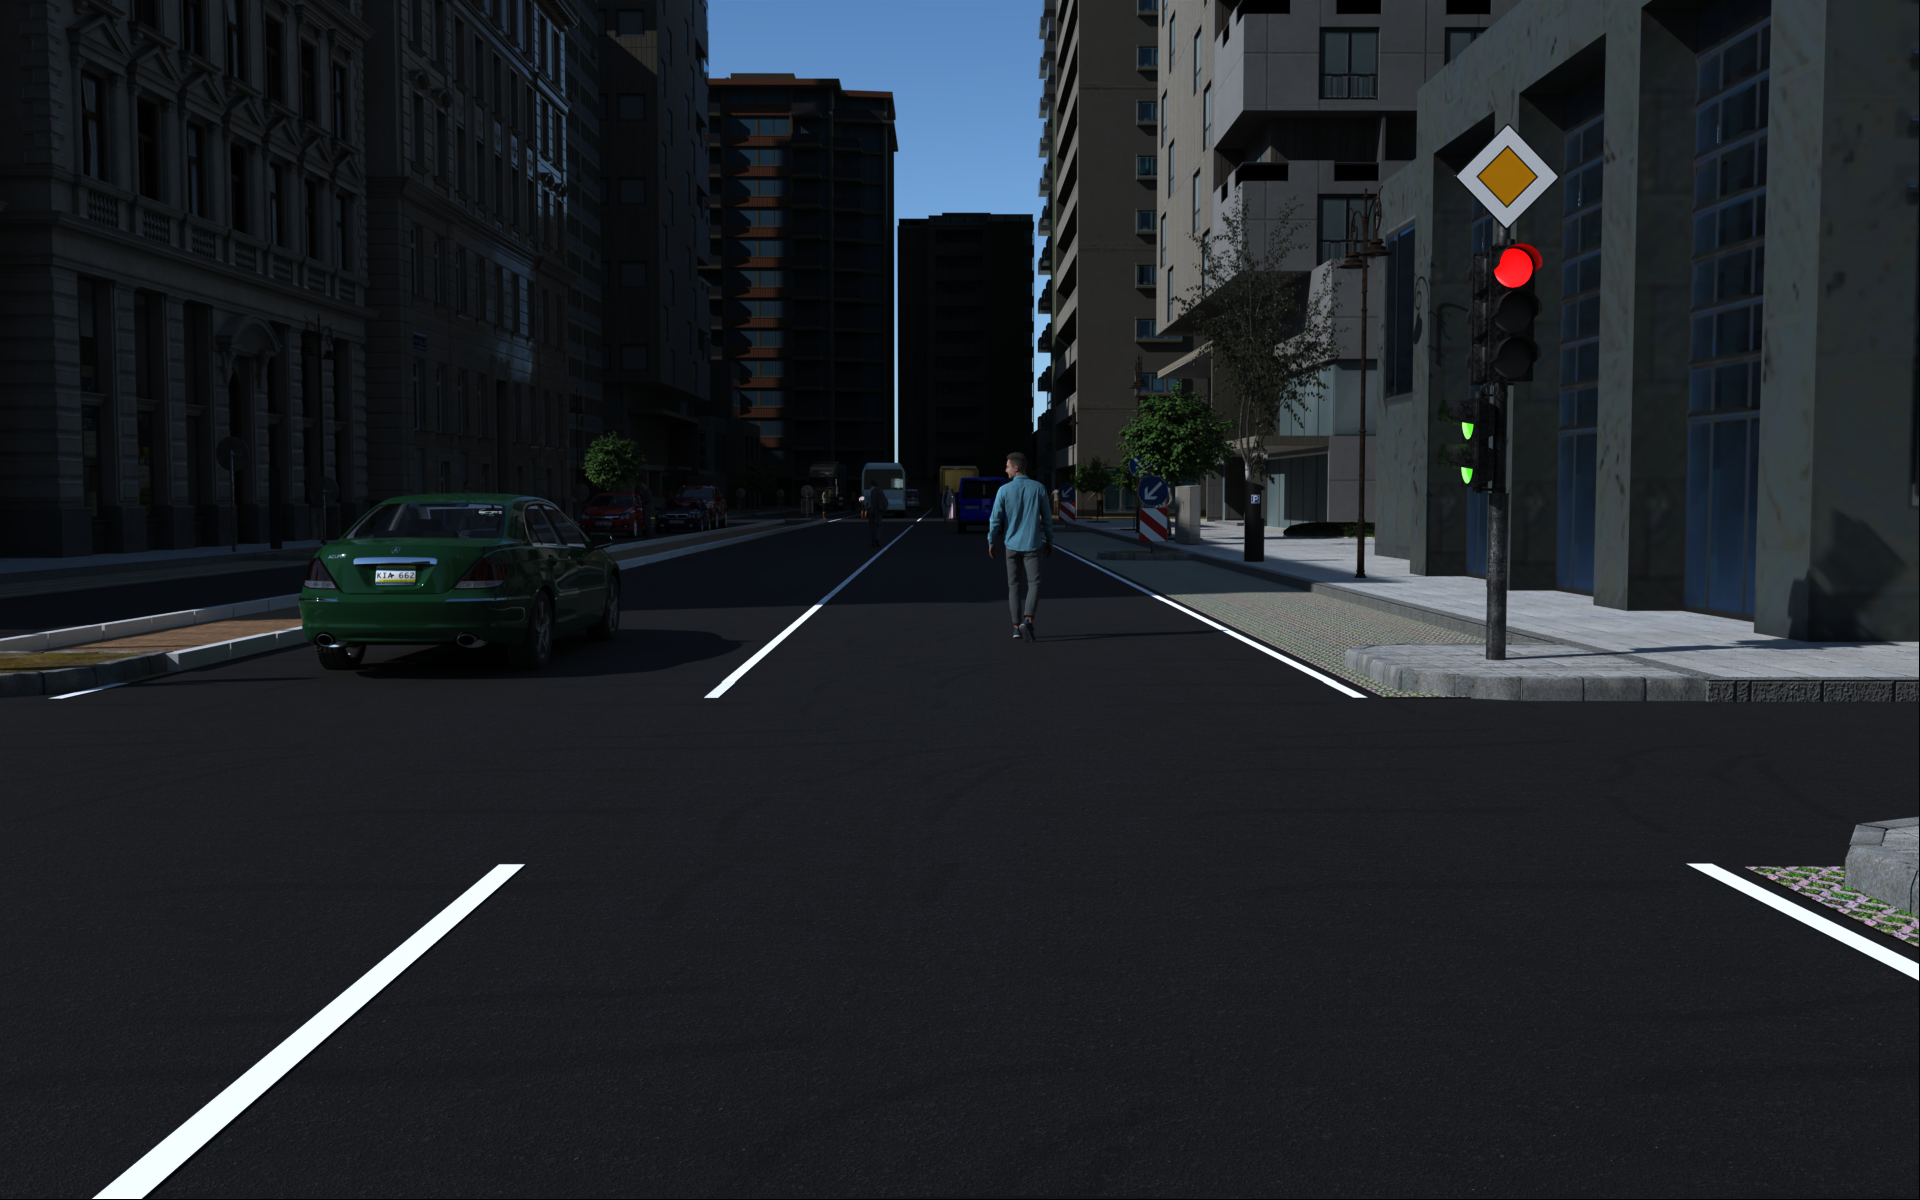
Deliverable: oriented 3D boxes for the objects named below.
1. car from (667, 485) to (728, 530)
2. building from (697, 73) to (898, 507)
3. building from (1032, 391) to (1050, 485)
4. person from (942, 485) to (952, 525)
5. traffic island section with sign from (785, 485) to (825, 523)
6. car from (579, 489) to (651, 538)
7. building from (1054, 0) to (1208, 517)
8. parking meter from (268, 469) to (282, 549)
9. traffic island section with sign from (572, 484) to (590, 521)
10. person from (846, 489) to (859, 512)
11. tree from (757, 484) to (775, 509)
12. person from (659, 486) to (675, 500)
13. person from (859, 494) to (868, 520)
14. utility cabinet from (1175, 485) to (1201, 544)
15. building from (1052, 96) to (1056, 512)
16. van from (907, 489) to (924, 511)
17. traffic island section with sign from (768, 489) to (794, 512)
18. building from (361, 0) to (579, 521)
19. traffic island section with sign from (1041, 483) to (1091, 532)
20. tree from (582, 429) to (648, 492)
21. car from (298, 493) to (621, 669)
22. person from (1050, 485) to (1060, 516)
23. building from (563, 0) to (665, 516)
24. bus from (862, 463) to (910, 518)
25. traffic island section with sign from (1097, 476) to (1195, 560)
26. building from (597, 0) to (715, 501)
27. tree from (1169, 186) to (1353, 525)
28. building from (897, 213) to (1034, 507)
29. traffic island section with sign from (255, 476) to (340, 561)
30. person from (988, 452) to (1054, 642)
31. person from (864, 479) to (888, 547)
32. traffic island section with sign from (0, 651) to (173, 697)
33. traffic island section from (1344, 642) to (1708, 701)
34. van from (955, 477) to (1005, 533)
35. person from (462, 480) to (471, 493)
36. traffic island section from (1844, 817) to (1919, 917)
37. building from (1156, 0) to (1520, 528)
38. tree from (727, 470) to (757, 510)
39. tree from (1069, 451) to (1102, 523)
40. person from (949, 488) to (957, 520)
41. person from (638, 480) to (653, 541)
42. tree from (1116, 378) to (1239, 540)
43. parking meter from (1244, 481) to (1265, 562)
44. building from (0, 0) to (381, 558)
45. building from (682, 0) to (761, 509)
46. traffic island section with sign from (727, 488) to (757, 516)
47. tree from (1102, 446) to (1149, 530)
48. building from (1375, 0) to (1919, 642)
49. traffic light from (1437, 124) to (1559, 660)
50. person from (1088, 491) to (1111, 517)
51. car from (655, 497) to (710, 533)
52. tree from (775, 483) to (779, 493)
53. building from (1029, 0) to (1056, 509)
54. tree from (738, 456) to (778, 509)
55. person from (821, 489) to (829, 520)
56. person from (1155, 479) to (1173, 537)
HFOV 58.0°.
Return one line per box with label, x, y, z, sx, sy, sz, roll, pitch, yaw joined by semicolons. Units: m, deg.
car;-10.826;-3.842;71.492;2.281;1.827;5.304;0;4;-1
building;-21.154;-32.336;183.319;28.867;44.769;22.147;0;4;0
building;23.165;-53.155;181.748;31.000;86.520;22.319;0;4;0
person;-0.621;-4.476;81.558;0.514;1.842;0.818;0;4;3
traffic island section with sign;-7.835;-4.895;88.167;2.006;1.907;1.989;0;4;0
car;-11.501;-2.986;57.868;2.155;1.783;4.494;0;4;-1
building;17.195;-29.564;107.065;21.300;48.544;21.600;0;4;0
parking meter;-15.981;-2.123;40.424;0.255;1.863;0.399;-1;4;-23
traffic island section with sign;-14.256;-3.441;64.892;1.989;1.847;2.006;0;4;0
person;-8.703;-8.100;141.035;1.348;1.812;0.705;-3;4;-38
tree;-17.618;-9.587;151.346;1.663;3.219;1.824;0;3;0
person;-17.329;-5.894;103.093;1.217;1.739;0.721;-1;4;-19
person;-5.353;-5.171;96.231;0.799;1.438;0.628;3;5;40
utility cabinet;5.802;-2.175;44.234;0.318;1.500;1.173;-1;4;-11
building;13.613;-21.679;126.145;14.160;30.474;14.107;0;4;0
van;-4.192;-8.759;150.223;2.013;2.044;4.112;0;4;1
traffic island section with sign;-14.726;-8.185;142.449;1.989;1.847;2.006;0;4;0
building;-23.198;-16.428;65.867;12.463;27.353;25.104;0;4;0
traffic island section with sign;3.871;-3.465;65.288;1.989;1.847;2.006;0;4;0
tree;-17.380;-6.332;87.249;4.285;4.588;4.351;0;3;0
car;-4.310;-0.232;15.592;2.131;1.459;4.920;0;4;0
person;5.759;-5.903;102.561;0.705;1.824;1.348;-3;5;-39
building;-34.320;-24.981;100.324;32.217;40.220;23.993;0;4;0
bus;-4.640;-6.951;108.509;2.948;3.499;13.247;0;4;-1
traffic island section with sign;4.043;-1.799;38.037;1.989;1.847;2.006;0;4;0
building;-33.165;-32.808;125.644;28.713;52.752;27.495;0;4;0
tree;7.309;-5.627;42.370;4.360;8.622;3.978;0;3;0
building;0.500;-25.015;180.688;14.107;30.474;14.160;0;4;0
traffic island section with sign;-14.081;-1.793;37.937;1.989;1.847;2.006;0;4;0
person;0.578;-0.530;17.023;0.638;1.841;0.748;1;4;14
person;-2.295;-2.372;47.380;0.679;1.850;0.850;0;4;-2
traffic island section with sign;-7.369;-0.299;13.030;2.006;1.907;1.989;0;4;0
traffic island section;4.178;0.541;13.439;2.009;0.180;2.903;0;4;0
van;0.885;-3.726;65.307;2.240;2.365;5.245;0;4;1
person;-16.301;-3.086;57.253;0.466;1.731;0.760;1;4;15
traffic island section;4.227;1.029;5.454;2.009;0.180;2.903;0;4;0
building;22.624;-29.215;66.901;28.713;52.752;27.495;0;4;0
tree;-17.803;-8.906;140.207;1.663;3.219;1.824;0;3;0
tree;6.139;-5.134;78.542;1.663;3.219;1.824;0;3;0
person;-0.464;-5.177;93.810;0.551;1.740;0.621;-3;5;-40
person;-9.547;-2.703;52.498;0.447;1.846;0.655;-1;4;-23
tree;6.113;-3.993;48.999;4.285;4.588;4.351;0;3;0
parking meter;5.596;-1.499;32.915;0.372;1.533;0.369;0;3;0
building;-22.838;-13.110;43.221;11.050;23.489;19.941;0;4;0
building;-34.372;-51.252;150.649;31.000;86.520;22.319;0;4;0
traffic island section with sign;-14.565;-6.513;115.120;1.989;1.847;2.006;0;4;0
tree;6.066;-4.101;61.645;1.663;3.219;1.824;0;3;0
building;22.780;-43.483;23.613;31.000;86.520;22.319;0;4;0
traffic light;4.138;-1.493;13.325;0.839;4.253;0.868;0;4;0
person;7.747;-5.490;95.818;1.348;1.823;0.705;-1;4;-9
car;-10.318;-3.176;64.503;1.945;1.354;3.894;0;4;-2
tree;-17.127;-9.926;156.898;1.663;3.219;1.824;0;3;0
building;18.174;-32.308;147.846;23.786;49.044;30.456;0;4;0
tree;-17.090;-9.963;146.605;4.285;4.588;4.351;0;3;0
person;-7.425;-5.311;96.117;0.721;1.735;1.217;0;4;6
person;6.117;-2.796;52.030;0.678;1.792;0.850;2;4;34
